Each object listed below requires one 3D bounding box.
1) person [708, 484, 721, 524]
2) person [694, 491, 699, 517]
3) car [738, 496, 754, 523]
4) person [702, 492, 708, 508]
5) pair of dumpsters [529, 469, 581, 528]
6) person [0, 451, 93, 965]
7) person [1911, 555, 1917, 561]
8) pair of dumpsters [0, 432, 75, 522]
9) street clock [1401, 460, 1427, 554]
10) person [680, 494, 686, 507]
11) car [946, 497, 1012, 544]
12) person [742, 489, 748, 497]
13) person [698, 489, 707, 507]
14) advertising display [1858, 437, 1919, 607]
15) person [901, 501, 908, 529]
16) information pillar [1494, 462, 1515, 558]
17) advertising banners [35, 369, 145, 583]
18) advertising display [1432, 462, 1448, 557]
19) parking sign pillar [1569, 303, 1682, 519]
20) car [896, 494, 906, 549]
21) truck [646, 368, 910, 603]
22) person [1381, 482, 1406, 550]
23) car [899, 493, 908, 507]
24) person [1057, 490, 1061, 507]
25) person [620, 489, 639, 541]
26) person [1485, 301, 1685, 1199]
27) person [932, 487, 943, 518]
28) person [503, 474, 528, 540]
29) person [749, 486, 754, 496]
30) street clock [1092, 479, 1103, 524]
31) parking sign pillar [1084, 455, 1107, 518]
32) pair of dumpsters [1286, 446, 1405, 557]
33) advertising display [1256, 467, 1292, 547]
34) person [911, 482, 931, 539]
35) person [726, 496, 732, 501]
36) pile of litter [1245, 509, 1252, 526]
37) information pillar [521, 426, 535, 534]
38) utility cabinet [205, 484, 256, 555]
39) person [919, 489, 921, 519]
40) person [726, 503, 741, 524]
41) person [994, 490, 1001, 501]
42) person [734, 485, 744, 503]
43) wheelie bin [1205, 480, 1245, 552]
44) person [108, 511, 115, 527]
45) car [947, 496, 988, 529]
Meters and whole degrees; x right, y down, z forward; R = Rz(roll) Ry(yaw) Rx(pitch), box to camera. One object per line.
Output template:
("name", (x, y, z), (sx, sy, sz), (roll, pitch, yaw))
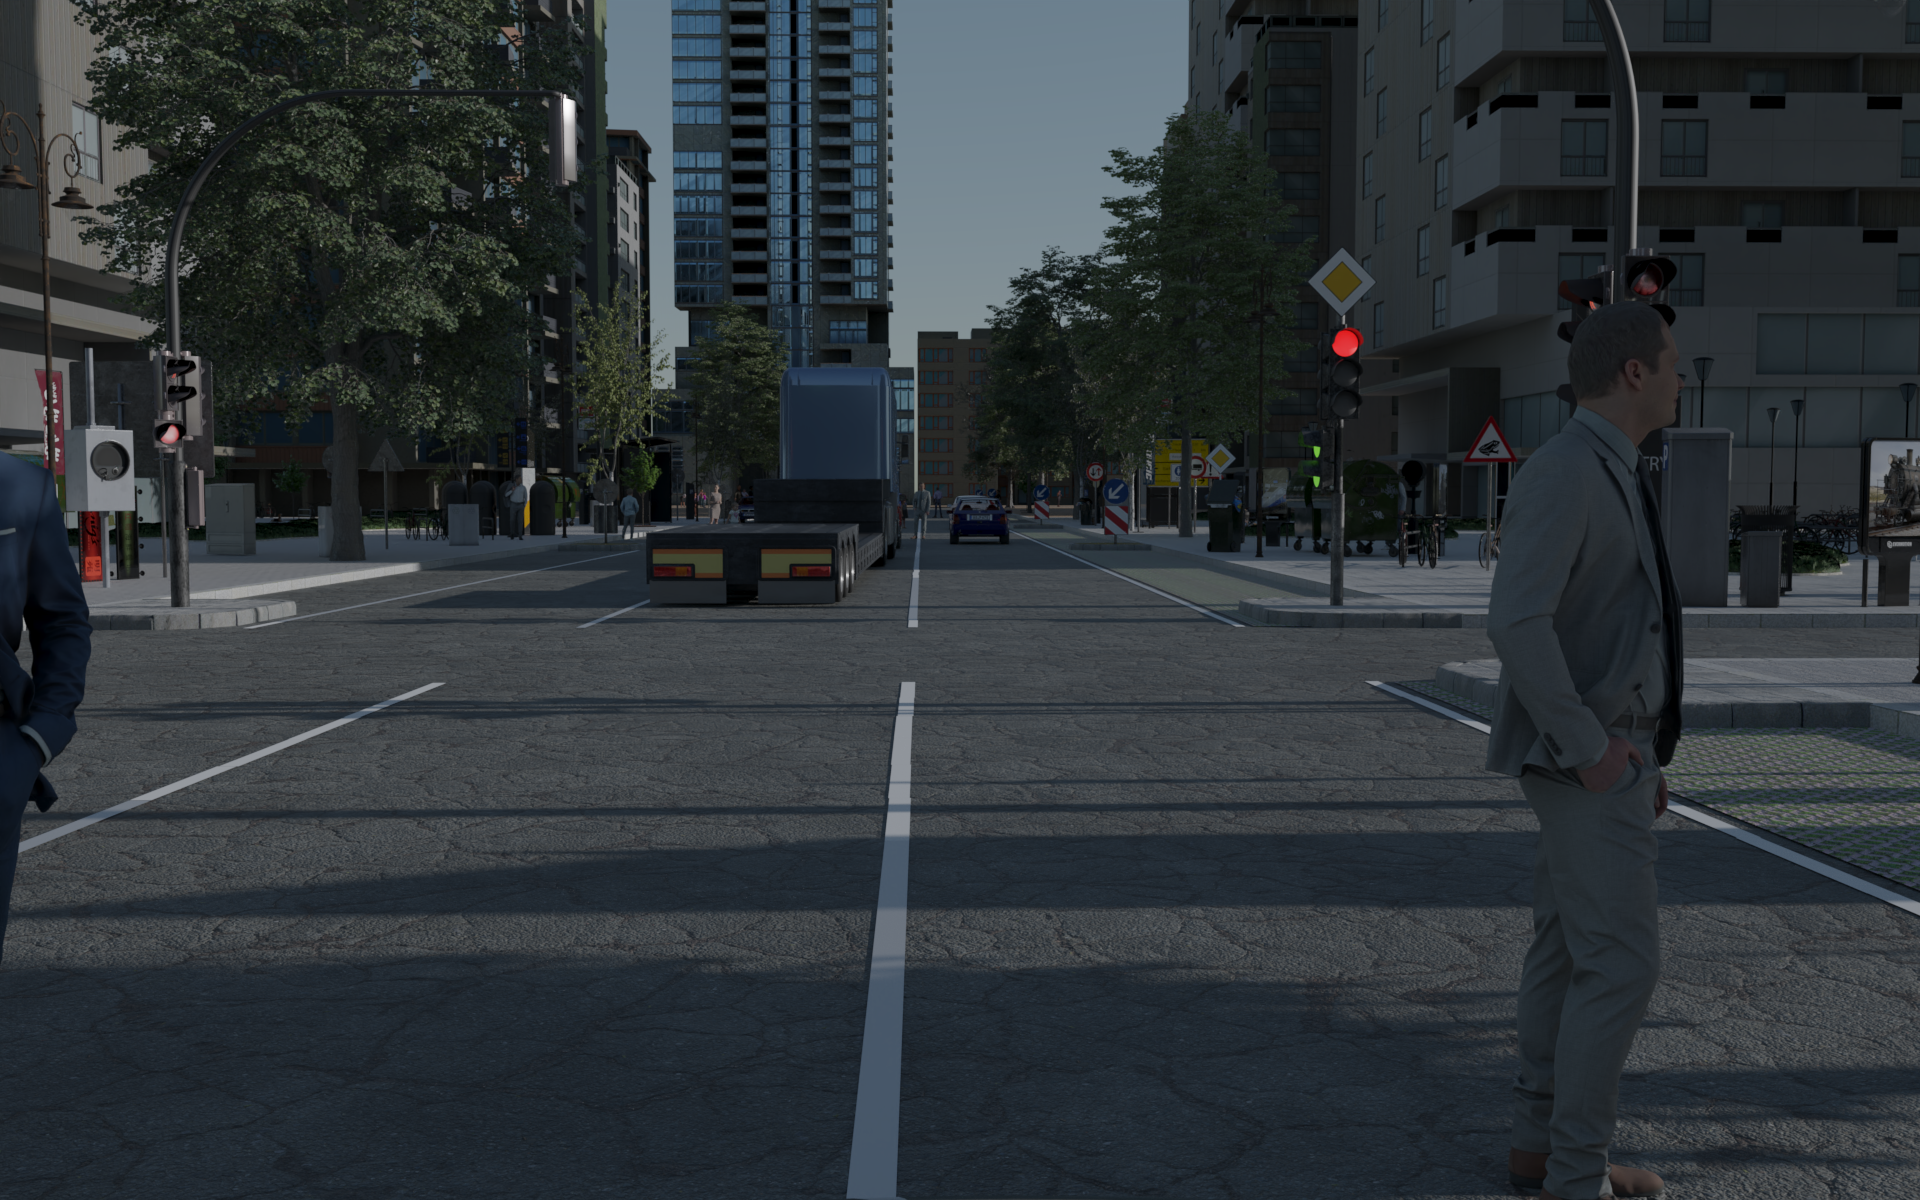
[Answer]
("person", (-8.142, -2.980, 57.568), (0.599, 1.781, 0.374), (-3, 4, -39))
("person", (-14.756, -5.325, 96.340), (0.421, 1.427, 0.697), (-1, 4, -18))
("car", (-10.259, -4.496, 86.082), (1.945, 1.354, 3.894), (0, 4, 0))
("person", (-23.600, -9.239, 160.319), (0.599, 1.433, 0.991), (2, 4, 25))
("pair of dumpsters", (-15.824, -3.934, 66.815), (1.574, 2.255, 4.437), (0, 4, -1))
("person", (-1.960, 0.337, 3.168), (0.721, 1.800, 0.419), (-3, 5, -43))
("person", (18.390, -1.501, 33.174), (0.503, 1.515, 0.523), (-1, 4, -19))
("pair of dumpsters", (-14.995, -1.429, 25.863), (1.574, 2.255, 4.437), (0, 4, -1))
("street clock", (9.659, -1.977, 36.890), (0.471, 2.002, 0.358), (2, 4, 35))
("person", (-26.762, -9.722, 168.180), (0.799, 1.438, 0.628), (-2, 4, -27))
("car", (0.567, -2.332, 50.714), (1.945, 1.354, 3.894), (0, 4, 0))
("person", (-19.397, -9.079, 155.430), (0.756, 1.711, 0.436), (1, 4, 13))
("person", (-25.097, -9.909, 168.781), (0.721, 1.743, 1.217), (3, 4, 39))
("advertising display", (10.675, -0.889, 19.754), (0.974, 1.923, 0.123), (-1, 4, -18))
("person", (-2.314, -3.602, 72.068), (0.362, 1.253, 0.373), (-3, 5, -40))
("information pillar", (10.979, -1.860, 34.910), (0.304, 2.012, 0.304), (2, 4, 35))
("advertising banners", (-12.668, -1.777, 25.242), (0.090, 3.025, 2.074), (1, 4, 13))
("advertising display", (9.878, -1.861, 35.636), (0.123, 1.923, 0.974), (2, 4, 26))
("parking sign pillar", (8.536, -2.066, 22.250), (1.447, 3.967, 1.447), (0, 4, -3))
("car", (-2.599, -2.343, 46.984), (2.281, 1.827, 5.304), (0, 4, -2))
("truck", (-2.682, -2.526, 31.065), (2.967, 4.110, 18.799), (0, 4, 0))
("person", (9.958, -2.072, 39.765), (0.661, 1.843, 0.795), (3, 5, 42))
("car", (-4.692, -6.990, 123.876), (1.945, 1.707, 3.694), (0, 4, 0))
("person", (9.818, -10.027, 171.448), (0.415, 1.643, 0.593), (0, 4, 0))
("person", (-10.102, -2.611, 52.996), (0.589, 1.601, 0.330), (1, 4, 9))
("person", (1.256, 0.314, 3.461), (0.391, 1.810, 0.635), (1, 4, 19))
("person", (-1.370, -5.865, 104.267), (0.709, 1.838, 0.599), (-1, 4, -22))
("person", (-12.427, -2.587, 48.442), (0.679, 1.850, 0.850), (-2, 4, -25))
("person", (-15.095, -7.324, 125.420), (0.705, 1.869, 1.348), (0, 4, 7))
("street clock", (5.961, -4.303, 74.920), (0.358, 2.002, 0.471), (-3, 4, -38))
("parking sign pillar", (7.334, -6.445, 93.854), (1.447, 3.967, 1.447), (-2, 4, -35))
("pair of dumpsters", (8.215, -2.115, 37.081), (1.574, 2.255, 4.437), (0, 4, -1))
("advertising display", (7.655, -2.269, 42.318), (0.123, 1.923, 0.974), (-3, 5, -43))
("person", (-1.252, -2.874, 55.582), (0.635, 1.810, 0.391), (1, 4, 11))
("person", (-19.573, -8.477, 145.326), (0.721, 1.739, 1.217), (3, 4, 37))
("pile of litter", (9.576, -2.645, 57.214), (1.719, 0.858, 1.176), (-3, 4, -38))
("information pillar", (-13.826, -3.917, 55.390), (0.183, 3.616, 0.504), (3, 5, 39))
("utility cabinet", (-15.322, -1.692, 36.347), (1.173, 1.500, 0.318), (2, 4, 28))
("person", (-2.259, -5.559, 99.490), (0.705, 1.812, 1.348), (3, 4, 39))
("person", (-5.951, -1.958, 45.536), (0.382, 1.210, 0.505), (2, 4, 29))
("person", (2.380, -6.376, 113.567), (0.721, 1.723, 1.217), (-2, 4, -31))
("person", (-12.759, -5.745, 100.103), (0.705, 1.807, 1.348), (1, 4, 20))
("wheelie bin", (5.859, -1.862, 38.349), (0.980, 1.594, 0.693), (3, 4, 36))
("person", (-23.298, -2.478, 46.773), (0.699, 1.804, 1.509), (-2, 4, -34))
("car", (0.497, -3.596, 71.149), (2.083, 1.381, 4.827), (0, 4, 1))
